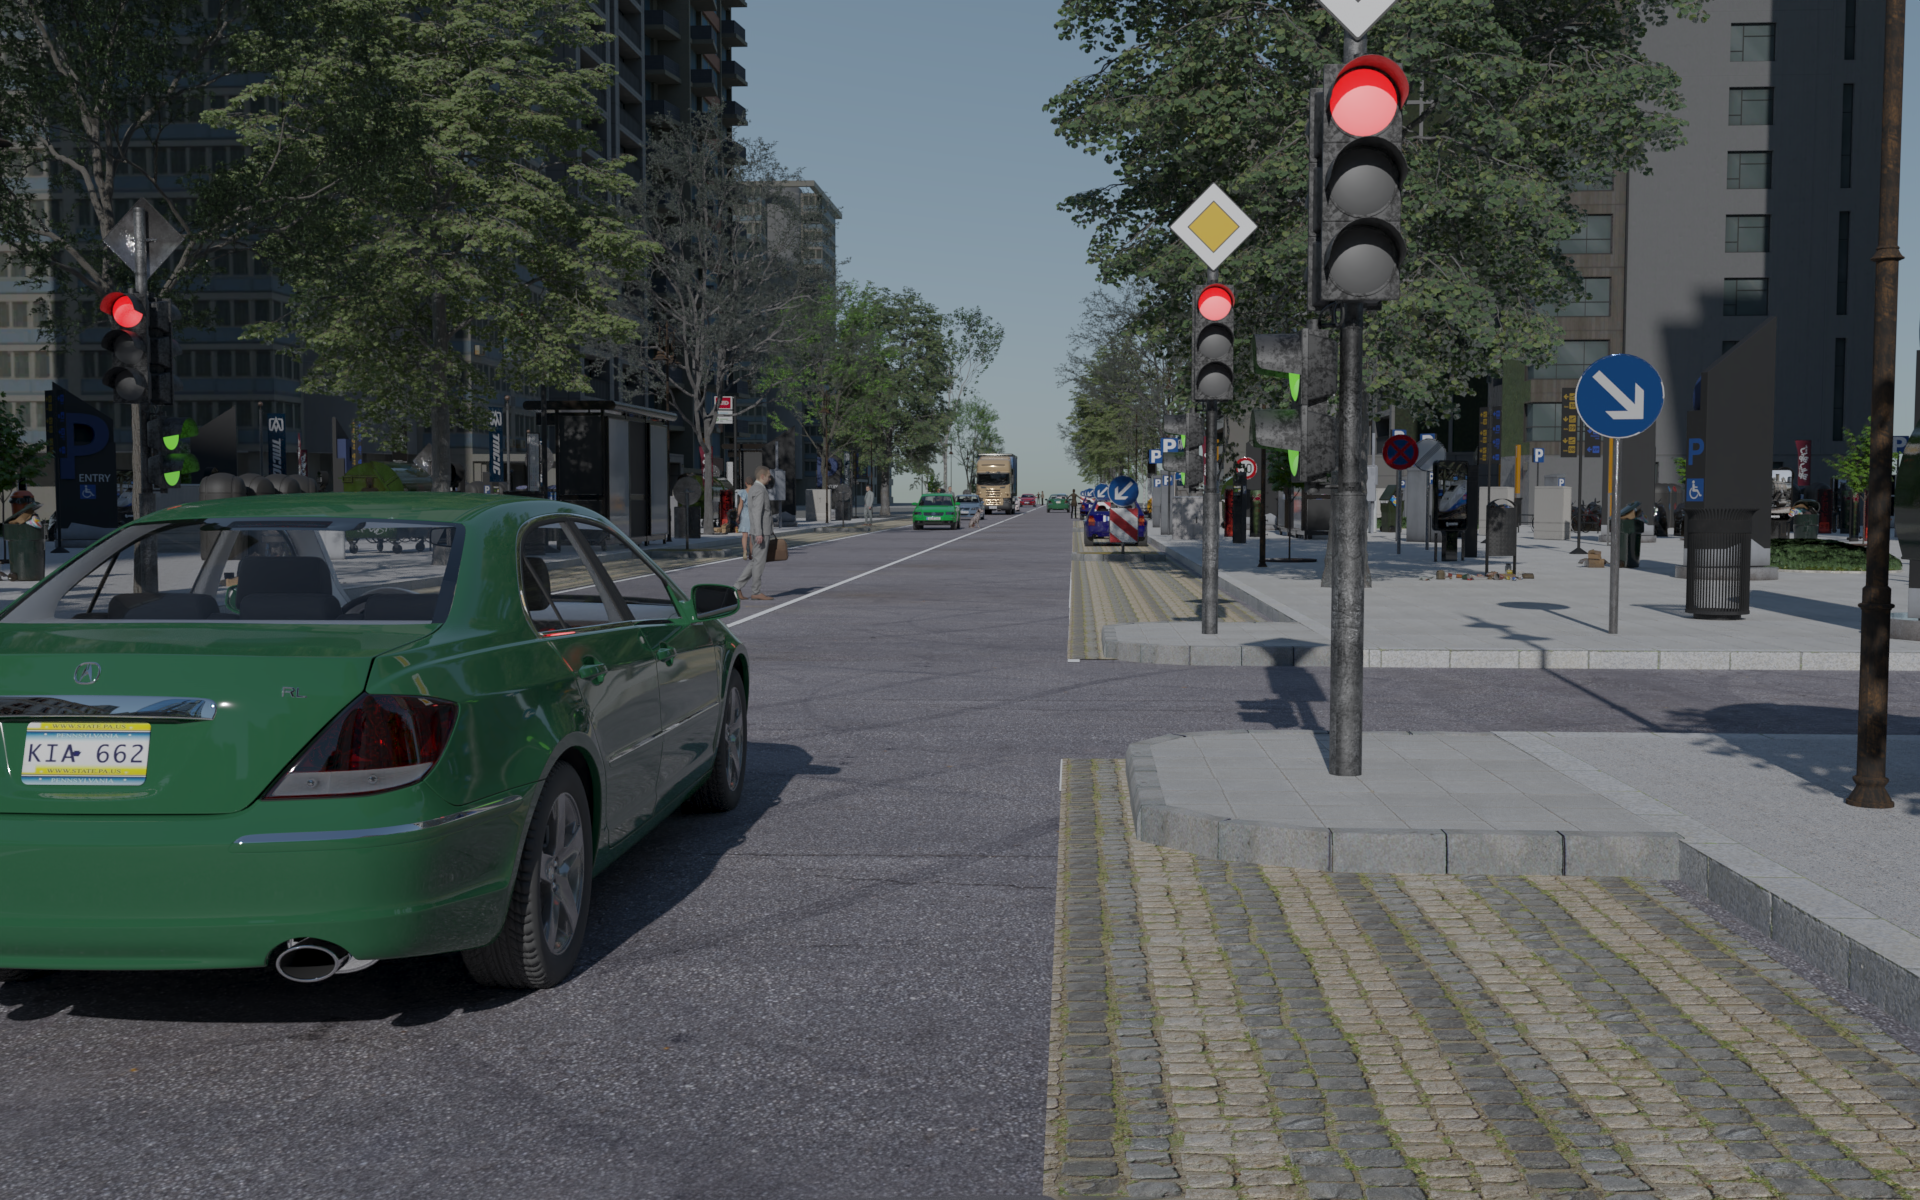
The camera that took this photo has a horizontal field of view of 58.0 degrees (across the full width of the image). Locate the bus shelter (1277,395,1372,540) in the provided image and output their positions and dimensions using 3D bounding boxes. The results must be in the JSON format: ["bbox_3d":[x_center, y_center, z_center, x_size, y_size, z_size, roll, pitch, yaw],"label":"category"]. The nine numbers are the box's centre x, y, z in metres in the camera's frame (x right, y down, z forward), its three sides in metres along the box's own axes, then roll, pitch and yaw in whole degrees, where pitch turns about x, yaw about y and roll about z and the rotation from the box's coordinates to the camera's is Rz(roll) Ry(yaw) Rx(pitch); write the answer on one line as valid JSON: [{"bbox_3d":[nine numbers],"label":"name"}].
[{"bbox_3d":[10.715,-4.586,52.612,2.179,5.291,8.768,0,4,4],"label":"bus shelter"}]

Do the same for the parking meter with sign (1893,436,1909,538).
[{"bbox_3d":[27.834,-3.345,50.954,0.543,3.016,1.738,1,4,12],"label":"parking meter with sign"}]

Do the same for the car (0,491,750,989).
[{"bbox_3d":[-1.985,0.325,6.483,2.131,1.459,4.920,0,4,3],"label":"car"}]

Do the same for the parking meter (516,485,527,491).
[{"bbox_3d":[-12.756,-2.574,50.504,0.372,1.533,0.369,0,3,0],"label":"parking meter"}]

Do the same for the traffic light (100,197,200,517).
[{"bbox_3d":[-7.715,-1.683,16.434,0.839,4.253,0.868,0,4,4],"label":"traffic light"}]

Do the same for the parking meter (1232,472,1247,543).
[{"bbox_3d":[7.276,-2.407,45.073,0.255,1.863,0.399,2,4,32],"label":"parking meter"}]

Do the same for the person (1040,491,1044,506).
[{"bbox_3d":[10.080,-12.480,212.560,0.705,1.823,1.348,-1,4,-19],"label":"person"}]

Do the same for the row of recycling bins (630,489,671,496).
[{"bbox_3d":[-11.074,-3.292,60.938,1.069,1.692,3.534,1,4,9],"label":"row of recycling bins"}]

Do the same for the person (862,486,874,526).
[{"bbox_3d":[-4.123,-4.256,78.187,0.391,1.810,0.635,-3,5,-41],"label":"person"}]

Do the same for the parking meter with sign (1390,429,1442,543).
[{"bbox_3d":[12.304,-3.055,46.211,0.543,3.016,1.738,-2,4,-34],"label":"parking meter with sign"}]

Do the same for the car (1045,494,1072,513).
[{"bbox_3d":[7.639,-7.501,134.446,2.131,1.459,4.920,0,4,3],"label":"car"}]

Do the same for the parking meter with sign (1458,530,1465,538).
[{"bbox_3d":[14.207,-3.320,50.543,1.738,3.016,0.543,-2,4,-34],"label":"parking meter with sign"}]

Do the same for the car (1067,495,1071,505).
[{"bbox_3d":[13.108,-12.690,219.845,2.083,1.381,4.827,0,4,5],"label":"car"}]

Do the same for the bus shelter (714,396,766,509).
[{"bbox_3d":[-8.786,-5.861,73.464,2.179,5.291,8.768,0,4,4],"label":"bus shelter"}]

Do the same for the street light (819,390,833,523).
[{"bbox_3d":[-5.851,-6.316,76.046,0.468,5.910,1.993,0,4,4],"label":"street light"}]

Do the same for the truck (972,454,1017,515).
[{"bbox_3d":[2.593,-8.140,121.995,2.839,4.237,11.283,0,4,4],"label":"truck"}]

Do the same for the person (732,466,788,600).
[{"bbox_3d":[-2.694,-0.903,23.385,0.853,1.813,0.709,-1,4,-18],"label":"person"}]

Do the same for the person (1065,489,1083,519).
[{"bbox_3d":[6.651,-5.595,100.692,1.217,1.735,0.721,1,4,23],"label":"person"}]

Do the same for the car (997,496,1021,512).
[{"bbox_3d":[4.010,-7.985,142.919,2.083,1.381,4.827,0,4,2],"label":"car"}]

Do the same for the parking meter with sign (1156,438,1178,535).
[{"bbox_3d":[6.566,-3.572,54.656,0.543,3.016,1.738,0,4,5],"label":"parking meter with sign"}]

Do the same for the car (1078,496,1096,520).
[{"bbox_3d":[7.553,-5.156,96.882,1.945,1.354,3.894,0,4,4],"label":"car"}]

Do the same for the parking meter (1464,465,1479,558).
[{"bbox_3d":[10.372,-1.799,35.122,0.255,1.863,0.399,1,4,17],"label":"parking meter"}]

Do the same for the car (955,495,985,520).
[{"bbox_3d":[0.395,-5.142,96.075,2.014,1.417,4.499,0,4,5],"label":"car"}]

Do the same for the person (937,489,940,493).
[{"bbox_3d":[-1.363,-5.963,106.544,0.990,1.755,0.434,-3,5,-43],"label":"person"}]

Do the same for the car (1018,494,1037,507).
[{"bbox_3d":[7.610,-11.322,194.158,2.155,1.783,4.494,0,4,5],"label":"car"}]

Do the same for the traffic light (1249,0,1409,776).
[{"bbox_3d":[1.748,-1.156,7.824,0.839,4.253,0.868,0,4,4],"label":"traffic light"}]

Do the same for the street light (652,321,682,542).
[{"bbox_3d":[-7.819,-4.501,46.385,0.468,5.910,1.993,0,4,4],"label":"street light"}]

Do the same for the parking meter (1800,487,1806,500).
[{"bbox_3d":[29.685,-3.224,61.127,0.372,1.533,0.369,0,3,0],"label":"parking meter"}]

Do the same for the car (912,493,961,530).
[{"bbox_3d":[-0.934,-3.762,70.297,1.959,1.807,4.718,0,4,3],"label":"car"}]

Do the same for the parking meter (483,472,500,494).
[{"bbox_3d":[-12.311,-2.434,45.503,0.399,1.863,0.255,2,4,31],"label":"parking meter"}]

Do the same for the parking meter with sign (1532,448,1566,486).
[{"bbox_3d":[22.293,-4.202,64.964,0.543,3.016,1.738,-2,4,-28],"label":"parking meter with sign"}]

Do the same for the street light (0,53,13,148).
[{"bbox_3d":[-9.836,-2.693,16.819,0.468,5.910,1.993,0,4,4],"label":"street light"}]

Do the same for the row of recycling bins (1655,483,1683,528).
[{"bbox_3d":[26.557,-3.570,65.484,1.069,1.692,3.534,2,4,33],"label":"row of recycling bins"}]

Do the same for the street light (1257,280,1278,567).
[{"bbox_3d":[5.323,-3.518,30.307,0.468,5.910,1.993,0,4,4],"label":"street light"}]

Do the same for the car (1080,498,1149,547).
[{"bbox_3d":[4.316,-2.184,48.293,1.945,1.354,3.894,0,4,4],"label":"car"}]

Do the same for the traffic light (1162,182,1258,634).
[{"bbox_3d":[2.275,-1.643,15.792,0.839,4.253,0.868,0,4,4],"label":"traffic light"}]

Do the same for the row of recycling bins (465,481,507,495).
[{"bbox_3d":[-15.492,-2.928,54.982,3.534,1.692,1.069,3,4,38],"label":"row of recycling bins"}]

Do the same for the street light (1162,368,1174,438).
[{"bbox_3d":[7.215,-5.327,59.882,0.468,5.910,1.993,0,4,4],"label":"street light"}]

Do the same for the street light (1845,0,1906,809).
[{"bbox_3d":[3.754,-2.090,6.966,0.468,5.910,1.993,0,4,4],"label":"street light"}]

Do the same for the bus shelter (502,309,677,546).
[{"bbox_3d":[-8.635,-3.825,40.165,2.179,5.291,8.768,0,4,4],"label":"bus shelter"}]

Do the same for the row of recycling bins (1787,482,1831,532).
[{"bbox_3d":[27.898,-3.194,59.340,3.534,1.692,1.069,1,4,20],"label":"row of recycling bins"}]

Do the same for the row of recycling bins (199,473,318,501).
[{"bbox_3d":[-14.086,-1.709,35.062,1.069,1.692,3.534,1,4,9],"label":"row of recycling bins"}]

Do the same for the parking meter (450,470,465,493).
[{"bbox_3d":[-12.041,-2.182,41.387,0.399,1.863,0.255,1,4,20],"label":"parking meter"}]

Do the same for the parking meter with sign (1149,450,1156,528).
[{"bbox_3d":[7.621,-4.325,66.971,0.543,3.016,1.738,0,4,4],"label":"parking meter with sign"}]

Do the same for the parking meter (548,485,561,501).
[{"bbox_3d":[-11.046,-2.372,47.195,0.372,1.533,0.369,0,3,0],"label":"parking meter"}]

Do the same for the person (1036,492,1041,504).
[{"bbox_3d":[11.152,-14.487,246.178,1.217,1.723,0.721,0,4,7],"label":"person"}]
